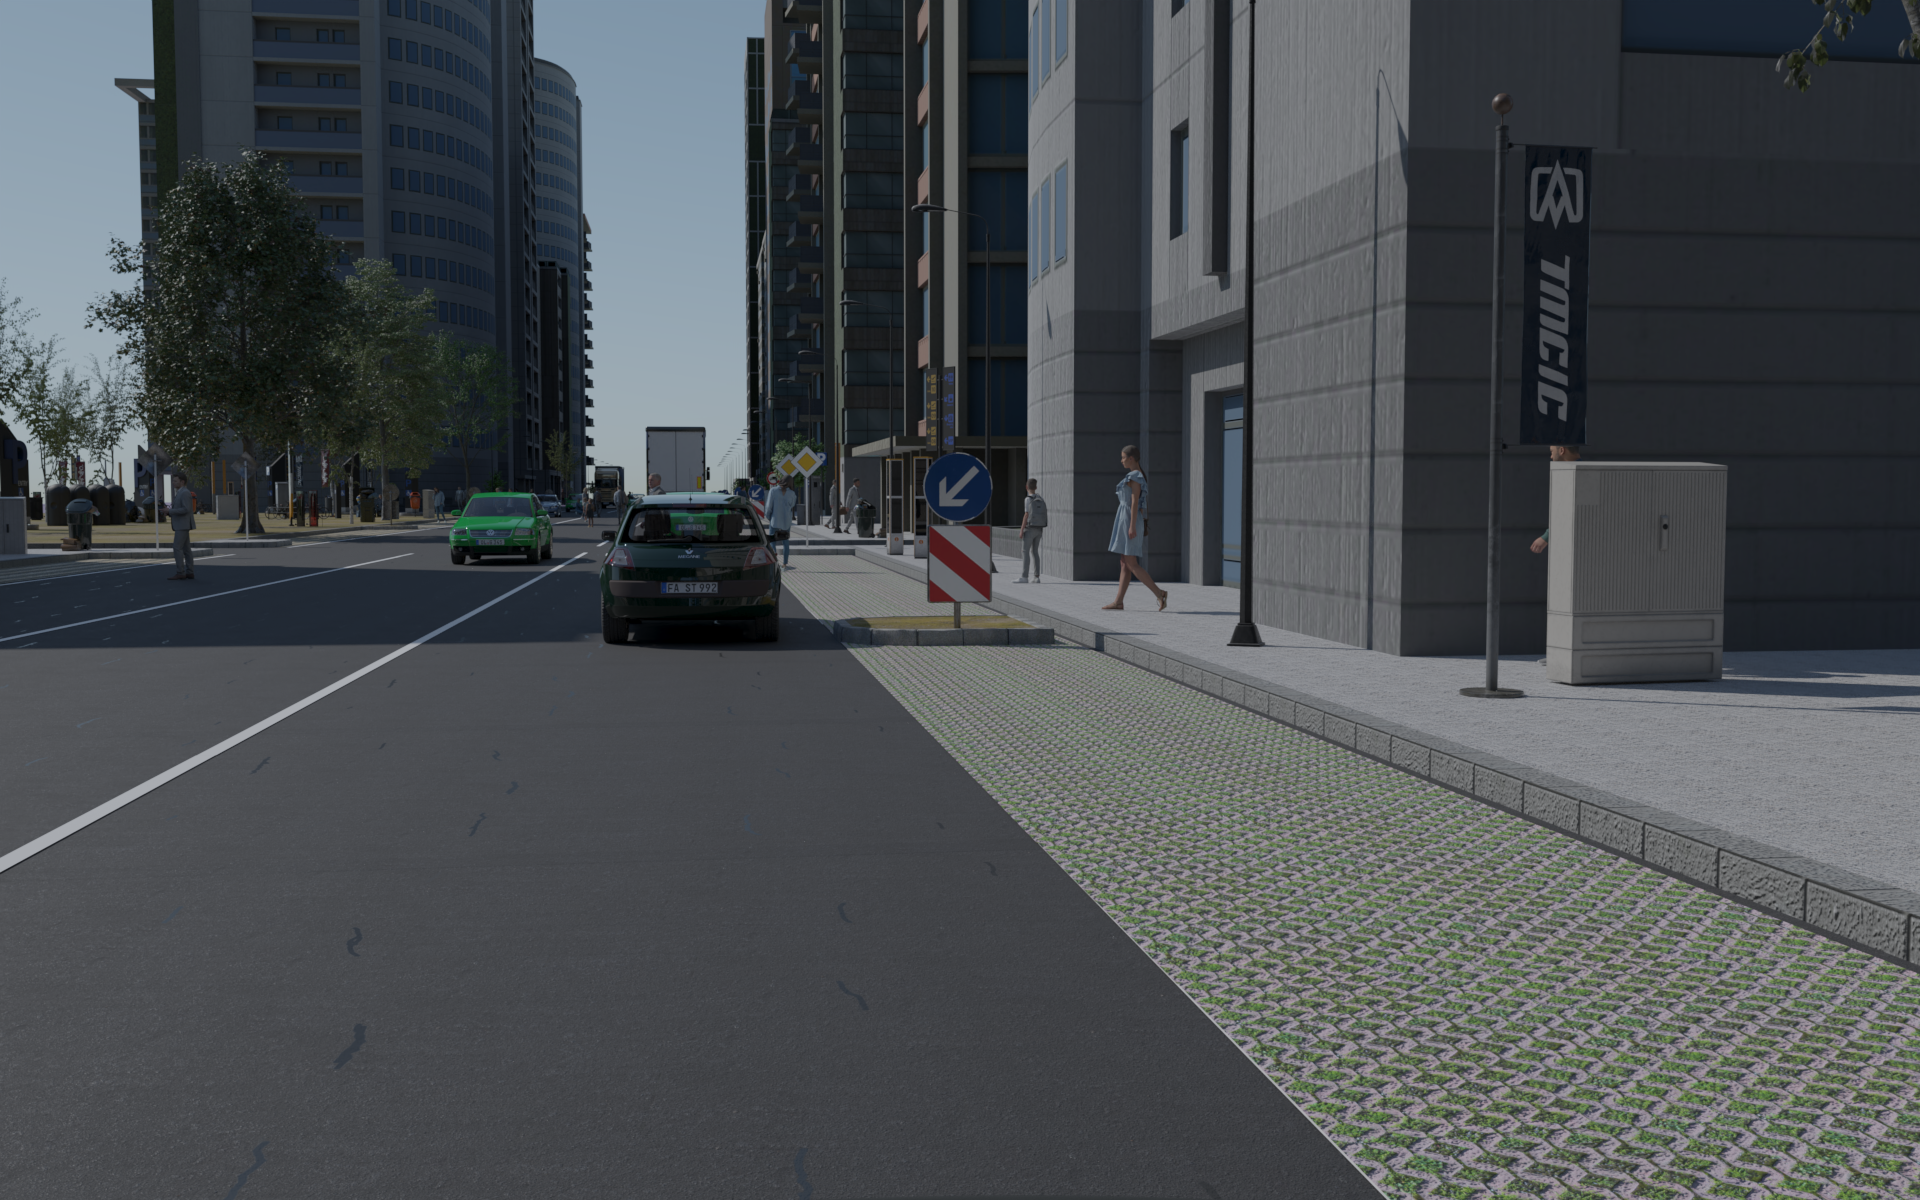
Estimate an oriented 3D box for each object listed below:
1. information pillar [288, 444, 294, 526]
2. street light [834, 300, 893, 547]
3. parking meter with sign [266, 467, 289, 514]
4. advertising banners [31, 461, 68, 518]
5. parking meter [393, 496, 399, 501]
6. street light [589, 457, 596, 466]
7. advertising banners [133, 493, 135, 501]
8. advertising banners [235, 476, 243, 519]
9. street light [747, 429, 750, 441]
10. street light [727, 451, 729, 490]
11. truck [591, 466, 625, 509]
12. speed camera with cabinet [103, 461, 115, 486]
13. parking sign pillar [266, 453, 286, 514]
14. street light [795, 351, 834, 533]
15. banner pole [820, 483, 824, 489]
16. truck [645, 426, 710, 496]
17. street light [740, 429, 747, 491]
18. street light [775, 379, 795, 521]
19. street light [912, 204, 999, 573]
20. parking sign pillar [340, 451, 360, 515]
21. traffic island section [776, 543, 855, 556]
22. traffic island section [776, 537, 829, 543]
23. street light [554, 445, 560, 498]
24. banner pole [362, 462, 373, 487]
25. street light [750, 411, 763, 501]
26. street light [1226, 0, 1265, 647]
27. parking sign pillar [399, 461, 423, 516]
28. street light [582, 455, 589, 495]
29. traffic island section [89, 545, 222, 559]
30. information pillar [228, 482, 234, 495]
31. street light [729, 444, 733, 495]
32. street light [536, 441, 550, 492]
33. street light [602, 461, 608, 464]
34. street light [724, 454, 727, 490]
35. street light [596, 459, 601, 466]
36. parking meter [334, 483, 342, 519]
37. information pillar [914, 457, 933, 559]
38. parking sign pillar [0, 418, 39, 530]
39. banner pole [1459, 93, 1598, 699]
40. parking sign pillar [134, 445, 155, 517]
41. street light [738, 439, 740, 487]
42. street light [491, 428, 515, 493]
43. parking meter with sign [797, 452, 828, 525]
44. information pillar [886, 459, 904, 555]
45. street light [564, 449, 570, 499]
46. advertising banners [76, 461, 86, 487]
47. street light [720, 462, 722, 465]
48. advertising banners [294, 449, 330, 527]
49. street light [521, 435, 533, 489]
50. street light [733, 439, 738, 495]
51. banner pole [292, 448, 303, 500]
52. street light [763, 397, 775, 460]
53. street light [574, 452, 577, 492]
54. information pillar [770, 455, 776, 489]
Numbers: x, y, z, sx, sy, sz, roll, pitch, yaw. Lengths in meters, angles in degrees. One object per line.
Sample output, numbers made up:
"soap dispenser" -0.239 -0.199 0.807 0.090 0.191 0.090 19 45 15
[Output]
"information pillar" -26.734 -4.759 69.171 0.183 3.616 0.504 -2 4 -28
"street light" -2.193 -4.233 41.752 1.470 5.913 1.316 -1 4 -9
"parking meter with sign" -43.113 -6.968 110.187 1.738 3.016 0.543 -3 5 -39
"advertising banners" -48.085 -5.831 91.519 2.074 3.025 0.090 0 4 5
"parking meter" -38.714 -6.761 118.951 0.372 1.533 0.369 0 3 0
"street light" -47.147 -15.056 218.713 1.470 5.913 1.316 -1 4 -9
"advertising banners" -50.853 -6.792 107.231 0.090 3.025 2.074 -1 4 -9
"advertising banners" -37.753 -5.781 90.715 0.090 3.025 2.074 -1 4 -12
"street light" -12.622 -8.435 110.448 1.470 5.913 1.316 -1 4 -9
"street light" -22.190 -12.216 172.268 1.470 5.913 1.316 -1 4 -9
"truck" -35.293 -11.334 174.227 2.839 4.237 11.283 0 4 -8
"speed camera with cabinet" -49.615 -6.528 101.076 0.660 3.252 2.038 -2 4 -27
"parking sign pillar" -44.771 -7.644 113.459 1.447 3.967 1.447 1 4 19
"street light" -4.532 -5.128 56.391 1.470 5.913 1.316 -1 4 -9
"banner pole" -7.873 -6.445 95.393 0.863 3.779 0.401 -3 4 -36
"truck" -12.582 -5.408 77.342 2.839 4.237 11.283 -1 4 -8
"street light" -14.818 -9.260 123.936 1.470 5.913 1.316 -1 4 -9
"street light" -6.597 -5.955 69.899 1.470 5.913 1.316 -1 4 -9
"street light" -0.079 -3.392 27.999 1.470 5.913 1.316 -1 4 -9
"parking sign pillar" -37.934 -7.292 107.694 1.447 3.967 1.447 2 4 24
"traffic island section" -3.630 -1.185 41.660 2.009 0.180 2.903 -1 4 -9
"traffic island section" -4.835 -1.668 49.554 2.009 0.180 2.903 -1 4 -9
"street light" -38.974 -11.776 165.074 1.470 5.913 1.316 -1 4 -9
"banner pole" -39.745 -7.709 116.062 0.863 3.779 0.401 -3 4 -37
"street light" -10.805 -7.606 96.903 1.470 5.913 1.316 -1 4 -9
"street light" 1.887 -2.562 14.424 1.470 5.913 1.316 -1 4 -9
"parking sign pillar" -32.131 -6.912 101.483 1.447 3.967 1.447 0 4 -1
"street light" -45.117 -14.230 205.196 1.470 5.913 1.316 -1 4 -9
"traffic island section" -18.303 -1.049 39.434 2.009 0.180 2.903 -1 4 -9
"information pillar" -44.108 -6.135 104.806 0.304 2.012 0.304 -1 4 -20
"street light" -20.209 -11.389 158.747 1.470 5.913 1.316 -1 4 -9
"street light" -36.850 -10.950 151.575 1.470 5.913 1.316 -1 4 -9
"street light" -51.225 -16.730 246.080 1.470 5.913 1.316 -1 4 -9
"street light" -24.263 -13.056 186.010 1.470 5.913 1.316 -1 4 -9
"street light" -49.273 -15.882 232.212 1.470 5.913 1.316 -1 4 -9
"parking meter" -32.650 -5.210 90.902 0.255 1.863 0.399 -2 4 -35
"information pillar" -0.731 -1.826 34.339 0.304 2.012 0.304 1 4 15
"parking sign pillar" -33.958 -4.510 62.210 1.447 3.967 1.447 0 4 -3
"banner pole" 3.618 -1.282 10.983 0.863 3.779 0.401 -1 4 -12
"parking sign pillar" -44.293 -6.462 94.119 1.447 3.967 1.447 2 4 30
"street light" -15.858 -9.708 131.272 1.470 5.913 1.316 -1 4 -9
"street light" -32.545 -9.174 122.541 1.470 5.913 1.316 -1 4 -9
"parking meter with sign" -6.160 -4.627 71.908 0.543 3.016 1.738 2 4 26
"information pillar" -1.364 -1.950 36.378 0.304 2.012 0.304 -1 4 -15
"street light" -40.969 -12.603 178.592 1.470 5.913 1.316 -1 4 -9
"advertising banners" -46.008 -5.871 92.173 2.074 3.025 0.090 0 4 2
"street light" -28.480 -14.722 213.240 1.470 5.913 1.316 -1 4 -9
"advertising banners" -25.394 -4.388 67.926 2.074 3.025 0.090 2 4 30
"street light" -34.691 -10.059 137.006 1.470 5.913 1.316 -1 4 -9
"street light" -17.978 -10.547 144.976 1.470 5.913 1.316 -1 4 -9
"banner pole" -35.602 -6.300 93.023 0.863 3.779 0.401 1 4 20
"street light" -8.580 -6.782 83.419 1.470 5.913 1.316 -1 4 -9
"street light" -43.235 -13.475 192.856 1.470 5.913 1.316 -1 4 -9
"information pillar" -10.632 -6.603 99.311 0.504 3.616 0.183 -1 4 -18
